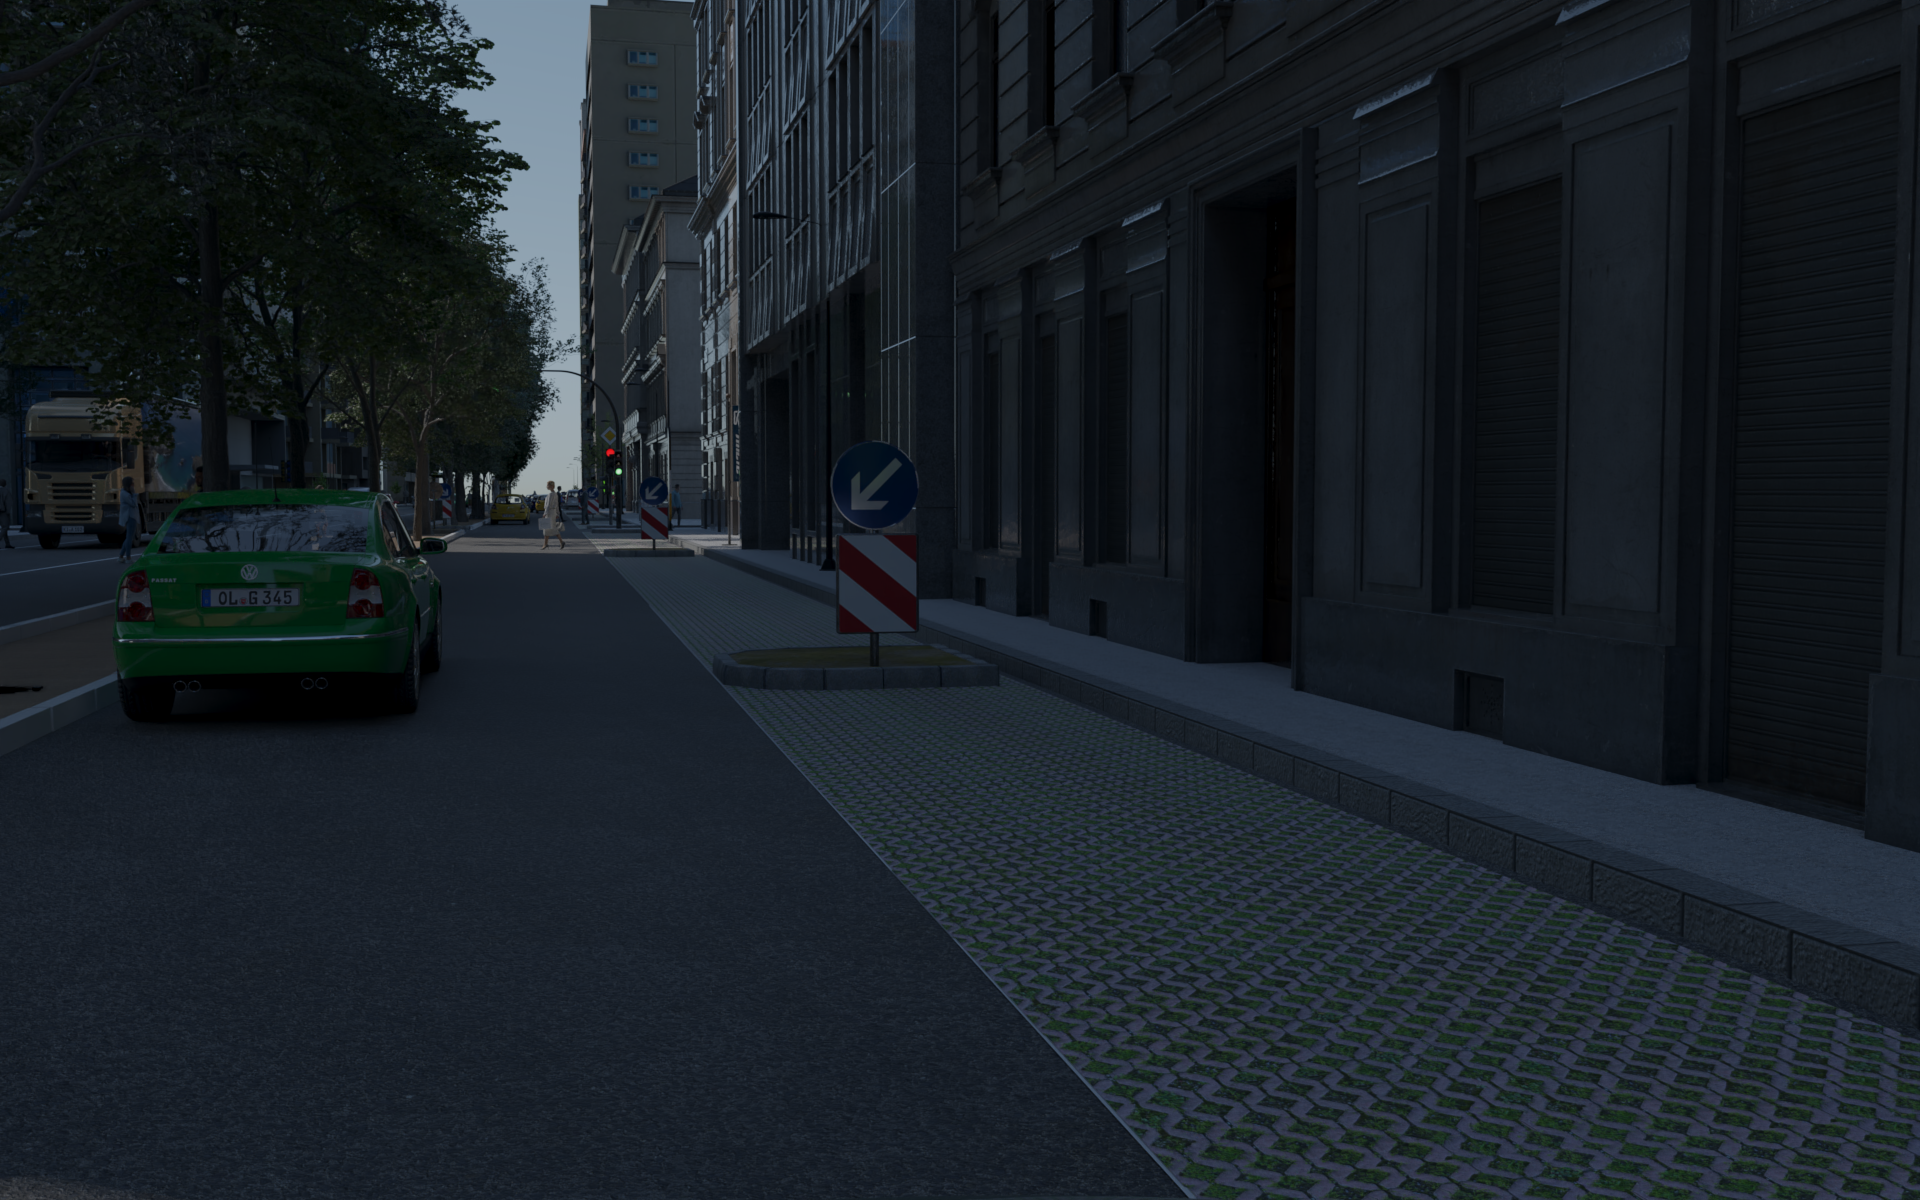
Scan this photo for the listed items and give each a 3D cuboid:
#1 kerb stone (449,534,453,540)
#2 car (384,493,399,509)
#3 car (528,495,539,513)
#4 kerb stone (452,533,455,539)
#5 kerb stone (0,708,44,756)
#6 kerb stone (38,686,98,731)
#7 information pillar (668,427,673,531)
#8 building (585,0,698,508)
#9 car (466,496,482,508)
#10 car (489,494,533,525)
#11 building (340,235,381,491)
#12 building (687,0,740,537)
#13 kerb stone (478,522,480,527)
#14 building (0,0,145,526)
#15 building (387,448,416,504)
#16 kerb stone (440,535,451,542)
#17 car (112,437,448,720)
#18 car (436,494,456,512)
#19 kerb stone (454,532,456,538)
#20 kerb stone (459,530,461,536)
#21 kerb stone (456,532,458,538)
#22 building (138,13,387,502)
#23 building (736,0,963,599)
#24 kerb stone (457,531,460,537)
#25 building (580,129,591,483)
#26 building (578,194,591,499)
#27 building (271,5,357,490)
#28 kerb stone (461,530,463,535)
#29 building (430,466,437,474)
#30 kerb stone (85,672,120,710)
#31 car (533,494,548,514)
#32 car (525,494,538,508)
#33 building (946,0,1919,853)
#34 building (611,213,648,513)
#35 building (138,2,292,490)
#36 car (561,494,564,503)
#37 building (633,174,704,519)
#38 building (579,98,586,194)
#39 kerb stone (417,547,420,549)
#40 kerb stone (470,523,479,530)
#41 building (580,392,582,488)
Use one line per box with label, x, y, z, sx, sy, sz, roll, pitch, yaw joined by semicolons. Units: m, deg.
kerb stone;-15.641;-1.874;52.831;0.120;0.150;1.000;-1;4;-13
car;-27.875;-4.504;82.680;2.155;1.783;4.494;-1;4;-15
car;-32.644;-7.486;134.975;1.945;1.354;3.894;-1;4;-14
kerb stone;-15.877;-1.931;53.826;0.120;0.150;1.000;-1;4;-13
kerb stone;-5.412;0.751;9.917;0.120;0.150;1.000;-1;4;-13
kerb stone;-5.645;0.690;10.920;0.120;0.150;1.000;-1;4;-13
information pillar;-10.104;-4.217;60.308;0.183;3.616;0.504;-1;4;-13
building;-25.141;-33.342;168.848;21.300;48.544;21.600;-1;4;-13
car;-51.625;-10.717;184.014;1.959;1.807;4.718;-1;4;-15
car;-21.240;-4.379;81.828;2.015;1.641;3.980;-1;4;-12
building;-66.472;-24.611;174.086;14.160;30.474;14.107;-1;4;-13
building;-1.370;-15.662;53.338;12.463;27.353;25.104;-1;4;-13
kerb stone;-20.527;-3.126;73.330;0.120;0.150;1.000;-1;4;-13
building;-48.942;-46.990;80.962;22.319;86.520;31.000;-1;4;-13
building;-84.213;-37.030;229.148;21.300;48.544;21.600;-1;4;-13
kerb stone;-15.401;-1.808;51.837;0.120;0.150;1.000;-1;4;-13
car;-4.742;-0.225;12.472;1.959;1.807;4.718;-1;4;-13
car;-38.380;-7.387;129.576;1.959;1.807;4.718;-1;4;-15
kerb stone;-16.109;-1.994;54.821;0.120;0.150;1.000;-1;4;-13
kerb stone;-16.823;-2.178;57.825;0.120;0.150;1.000;-1;4;-13
kerb stone;-16.351;-2.057;55.828;0.120;0.150;1.000;-1;4;-13
building;-76.121;-53.881;193.632;22.319;86.520;31.000;-1;4;-13
building;3.007;-13.048;31.351;12.078;24.808;19.932;-1;4;-13
kerb stone;-16.592;-2.118;56.828;0.120;0.150;1.000;-1;4;-13
building;-33.818;-33.807;207.361;22.147;44.769;28.867;-1;4;-13
building;-45.379;-33.996;239.433;14.154;41.232;14.086;-1;4;-13
building;-65.506;-30.370;151.176;22.147;44.769;28.867;-1;4;-13
kerb stone;-17.069;-2.240;58.822;0.120;0.150;1.000;-1;4;-13
building;-90.789;-38.250;275.503;14.600;45.320;14.200;-1;4;-13
kerb stone;-5.882;0.632;11.920;0.120;0.150;1.000;-1;4;-13
car;-30.500;-7.202;127.976;2.015;1.641;3.980;-1;4;-14
car;-38.696;-8.877;157.147;2.014;1.417;4.499;-1;4;-13
building;6.534;-10.004;12.709;9.793;20.994;18.267;-1;4;-13
building;-19.993;-16.858;126.544;10.553;20.767;40.483;-1;4;-13
building;-61.041;-32.300;117.336;28.713;52.752;27.495;-1;4;-13
car;-57.847;-14.905;253.286;1.945;1.707;3.694;-1;4;-13
building;-12.526;-14.256;97.707;10.561;19.102;19.286;-1;4;-13
building;-46.092;-43.946;260.510;21.231;58.520;28.212;-1;4;-13
kerb stone;-13.269;-1.264;42.866;0.120;0.150;1.000;-1;4;-13
kerb stone;-20.289;-3.067;72.336;0.120;0.150;1.000;-1;4;-13
building;-49.213;-27.232;290.274;27.650;21.520;28.899;-1;4;-13
